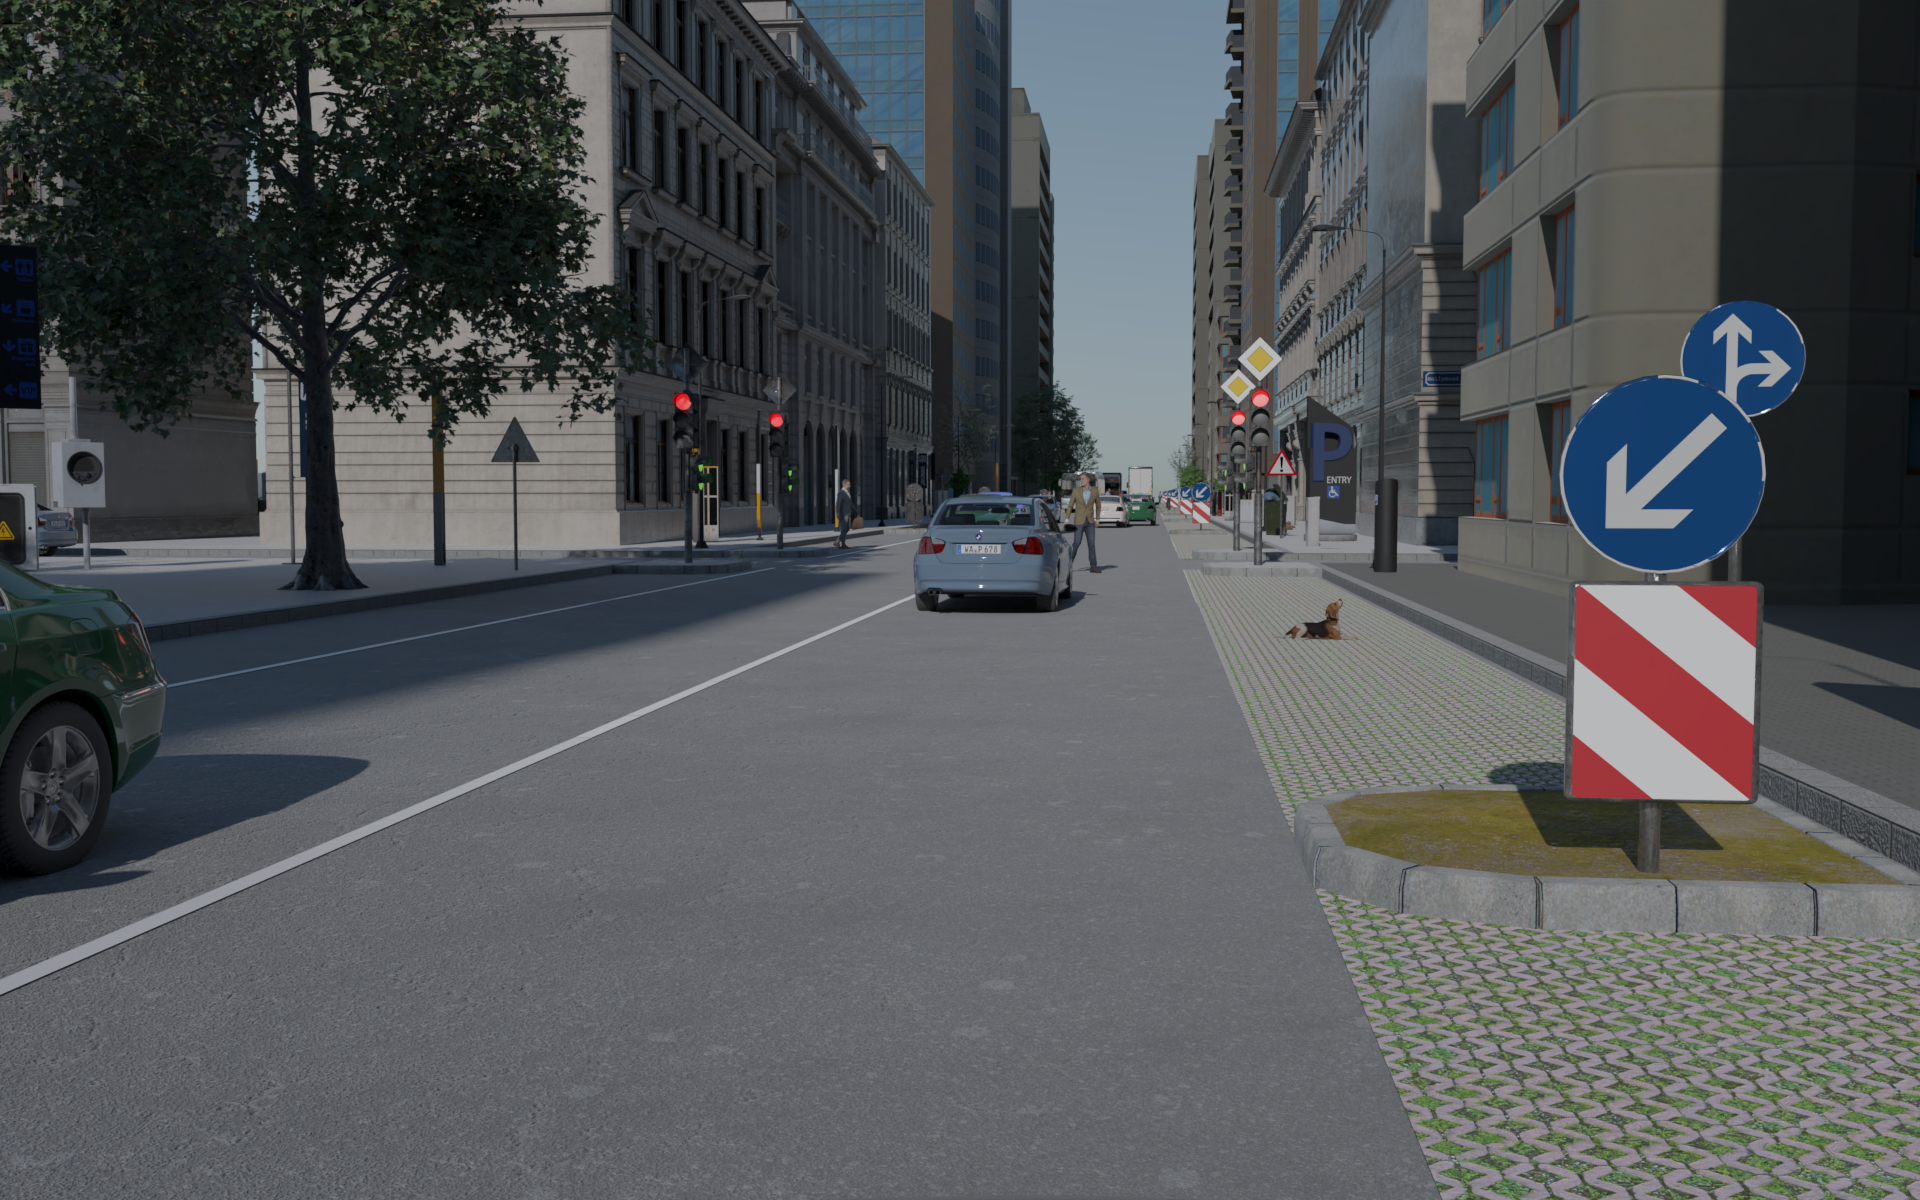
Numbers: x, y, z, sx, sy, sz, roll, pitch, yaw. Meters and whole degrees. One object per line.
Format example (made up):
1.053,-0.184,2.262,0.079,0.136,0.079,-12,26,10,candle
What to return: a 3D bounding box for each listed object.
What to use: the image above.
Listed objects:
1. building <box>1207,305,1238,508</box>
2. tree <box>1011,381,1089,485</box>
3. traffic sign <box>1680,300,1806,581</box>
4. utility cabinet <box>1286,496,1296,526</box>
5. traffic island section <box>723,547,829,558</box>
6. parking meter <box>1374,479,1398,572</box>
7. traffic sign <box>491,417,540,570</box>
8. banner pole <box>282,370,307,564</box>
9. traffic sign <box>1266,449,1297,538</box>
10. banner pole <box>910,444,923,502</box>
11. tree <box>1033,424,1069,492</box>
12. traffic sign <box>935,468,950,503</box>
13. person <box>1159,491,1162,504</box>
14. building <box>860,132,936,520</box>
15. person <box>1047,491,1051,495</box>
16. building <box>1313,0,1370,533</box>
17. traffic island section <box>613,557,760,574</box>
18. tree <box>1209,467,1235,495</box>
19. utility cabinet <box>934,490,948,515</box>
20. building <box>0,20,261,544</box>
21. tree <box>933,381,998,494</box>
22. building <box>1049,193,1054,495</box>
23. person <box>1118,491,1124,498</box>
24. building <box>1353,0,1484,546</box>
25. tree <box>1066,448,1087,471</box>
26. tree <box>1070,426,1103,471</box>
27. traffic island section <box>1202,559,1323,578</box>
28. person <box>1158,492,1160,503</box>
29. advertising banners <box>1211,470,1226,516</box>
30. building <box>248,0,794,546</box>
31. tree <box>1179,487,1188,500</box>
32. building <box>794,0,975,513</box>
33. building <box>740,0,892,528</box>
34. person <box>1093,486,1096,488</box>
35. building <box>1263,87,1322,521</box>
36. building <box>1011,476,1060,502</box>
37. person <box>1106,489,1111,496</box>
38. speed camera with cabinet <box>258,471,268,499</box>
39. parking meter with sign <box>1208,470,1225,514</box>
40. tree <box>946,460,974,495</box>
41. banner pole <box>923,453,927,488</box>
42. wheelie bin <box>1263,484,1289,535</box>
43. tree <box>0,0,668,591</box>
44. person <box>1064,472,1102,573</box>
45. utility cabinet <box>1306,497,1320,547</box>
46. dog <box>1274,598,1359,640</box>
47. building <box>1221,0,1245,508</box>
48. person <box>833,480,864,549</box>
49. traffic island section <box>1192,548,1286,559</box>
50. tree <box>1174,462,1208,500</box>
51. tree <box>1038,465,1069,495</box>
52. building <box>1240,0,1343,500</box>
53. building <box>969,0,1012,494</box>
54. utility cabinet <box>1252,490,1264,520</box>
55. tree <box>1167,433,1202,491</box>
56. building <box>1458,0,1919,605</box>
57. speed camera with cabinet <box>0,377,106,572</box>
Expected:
38.964,-19.954,171.288,27.650,21.520,28.899,0,4,6,building
9.422,-17.458,192.095,9.857,13.997,8.962,0,3,0,tree
5.166,-0.698,11.511,0.768,2.556,0.104,1,4,13,traffic sign
13.214,-3.648,70.803,1.020,1.237,0.306,2,4,24,utility cabinet
-4.207,-1.102,40.306,2.009,0.180,2.903,0,4,6,traffic island section
7.002,-1.227,28.466,0.372,1.533,0.369,0,3,0,parking meter
-7.487,-1.782,29.147,0.884,2.594,0.081,1,4,12,traffic sign
-12.048,-2.555,31.796,0.863,3.779,0.401,-3,4,-39,banner pole
9.279,-3.058,50.008,0.884,2.594,0.081,1,4,12,traffic sign
-2.349,-5.939,87.116,0.401,3.779,0.863,-2,4,-27,banner pole
9.369,-14.105,180.977,4.360,8.622,3.978,0,3,0,tree
-0.862,-5.239,85.765,0.768,2.556,0.104,1,4,13,traffic sign
27.787,-14.138,239.530,0.599,1.838,0.709,2,4,31,person
-7.278,-15.052,95.247,9.793,20.994,18.267,0,4,6,building
6.190,-6.674,119.091,0.593,1.643,0.415,2,4,34,person
18.506,-13.063,62.730,9.793,20.994,18.267,0,4,6,building
-5.090,-0.617,32.370,2.009,0.180,2.903,0,4,6,traffic island section
16.673,-7.000,109.043,1.663,3.219,1.824,0,3,0,tree
-1.104,-5.721,102.220,0.318,1.500,1.173,2,4,28,utility cabinet
-31.135,-12.259,49.585,18.267,20.994,9.793,0,4,6,building
0.573,-9.724,109.347,4.360,8.622,3.978,0,3,0,tree
5.032,-33.386,229.454,14.154,41.232,14.086,0,4,6,building
14.569,-8.978,156.010,1.217,1.743,0.721,0,4,-1,person
28.744,-13.853,45.587,34.723,24.649,14.460,0,4,6,building
14.803,-17.171,231.110,4.737,8.622,4.395,0,3,0,tree
17.957,-20.850,266.656,9.928,11.665,9.643,0,3,0,tree
5.386,-0.546,31.204,2.009,0.180,2.903,0,4,6,traffic island section
30.665,-15.736,266.590,0.445,1.727,0.742,0,4,8,person
14.907,-6.313,99.411,0.090,3.025,2.074,-1,4,-16,advertising banners
-12.135,-11.459,51.987,10.561,19.102,19.286,0,4,6,building
32.983,-15.725,251.699,1.663,3.219,1.824,0,3,0,tree
-6.551,-28.900,122.632,14.600,45.320,14.200,0,4,6,building
-11.276,-14.211,74.154,13.314,21.916,24.055,0,4,6,building
6.359,-4.439,81.165,0.778,1.811,0.616,2,4,30,person
21.499,-14.750,92.071,10.553,20.767,40.483,0,4,6,building
-1.463,-34.127,249.864,32.217,40.220,23.993,0,4,6,building
10.924,-7.213,126.296,0.599,1.838,0.709,3,5,40,person
-27.810,-4.714,71.402,2.038,3.252,0.660,-3,4,-38,speed camera with cabinet
16.581,-7.057,111.643,0.543,3.016,1.738,-2,4,-24,parking meter with sign
0.047,-6.377,98.861,1.663,3.219,1.824,0,3,0,tree
-2.146,-6.303,93.079,0.863,3.779,0.401,-1,4,-19,banner pole
9.857,-2.827,54.128,0.693,1.594,0.980,1,4,23,wheelie bin
-8.724,-6.487,23.078,9.611,12.733,9.660,0,3,0,tree
2.226,-1.416,31.558,0.656,1.842,0.836,-3,5,-40,person
8.658,-1.921,42.568,0.306,1.237,1.020,1,4,9,utility cabinet
3.507,0.192,17.059,0.550,0.427,0.748,-3,5,-40,dog
32.900,-29.796,141.785,22.147,44.769,28.867,0,4,6,building
-2.984,-2.248,45.378,0.853,1.813,0.709,1,4,19,person
6.269,-1.031,39.140,2.009,0.180,2.903,0,4,6,traffic island section
23.312,-11.690,174.842,4.285,4.588,4.351,0,3,0,tree
12.128,-13.585,205.832,4.285,4.588,4.351,0,3,0,tree
27.053,-28.788,120.791,14.600,45.320,14.200,0,4,6,building
-7.313,-36.820,144.010,21.231,58.520,28.212,0,4,6,building
14.741,-4.649,84.691,1.173,1.500,0.318,-3,5,-40,utility cabinet
27.131,-15.713,207.261,4.360,8.622,3.978,0,3,0,tree
20.525,-10.251,12.649,27.650,21.520,28.899,0,4,6,building
-15.359,-2.104,28.733,2.038,3.252,0.660,-3,5,-43,speed camera with cabinet
